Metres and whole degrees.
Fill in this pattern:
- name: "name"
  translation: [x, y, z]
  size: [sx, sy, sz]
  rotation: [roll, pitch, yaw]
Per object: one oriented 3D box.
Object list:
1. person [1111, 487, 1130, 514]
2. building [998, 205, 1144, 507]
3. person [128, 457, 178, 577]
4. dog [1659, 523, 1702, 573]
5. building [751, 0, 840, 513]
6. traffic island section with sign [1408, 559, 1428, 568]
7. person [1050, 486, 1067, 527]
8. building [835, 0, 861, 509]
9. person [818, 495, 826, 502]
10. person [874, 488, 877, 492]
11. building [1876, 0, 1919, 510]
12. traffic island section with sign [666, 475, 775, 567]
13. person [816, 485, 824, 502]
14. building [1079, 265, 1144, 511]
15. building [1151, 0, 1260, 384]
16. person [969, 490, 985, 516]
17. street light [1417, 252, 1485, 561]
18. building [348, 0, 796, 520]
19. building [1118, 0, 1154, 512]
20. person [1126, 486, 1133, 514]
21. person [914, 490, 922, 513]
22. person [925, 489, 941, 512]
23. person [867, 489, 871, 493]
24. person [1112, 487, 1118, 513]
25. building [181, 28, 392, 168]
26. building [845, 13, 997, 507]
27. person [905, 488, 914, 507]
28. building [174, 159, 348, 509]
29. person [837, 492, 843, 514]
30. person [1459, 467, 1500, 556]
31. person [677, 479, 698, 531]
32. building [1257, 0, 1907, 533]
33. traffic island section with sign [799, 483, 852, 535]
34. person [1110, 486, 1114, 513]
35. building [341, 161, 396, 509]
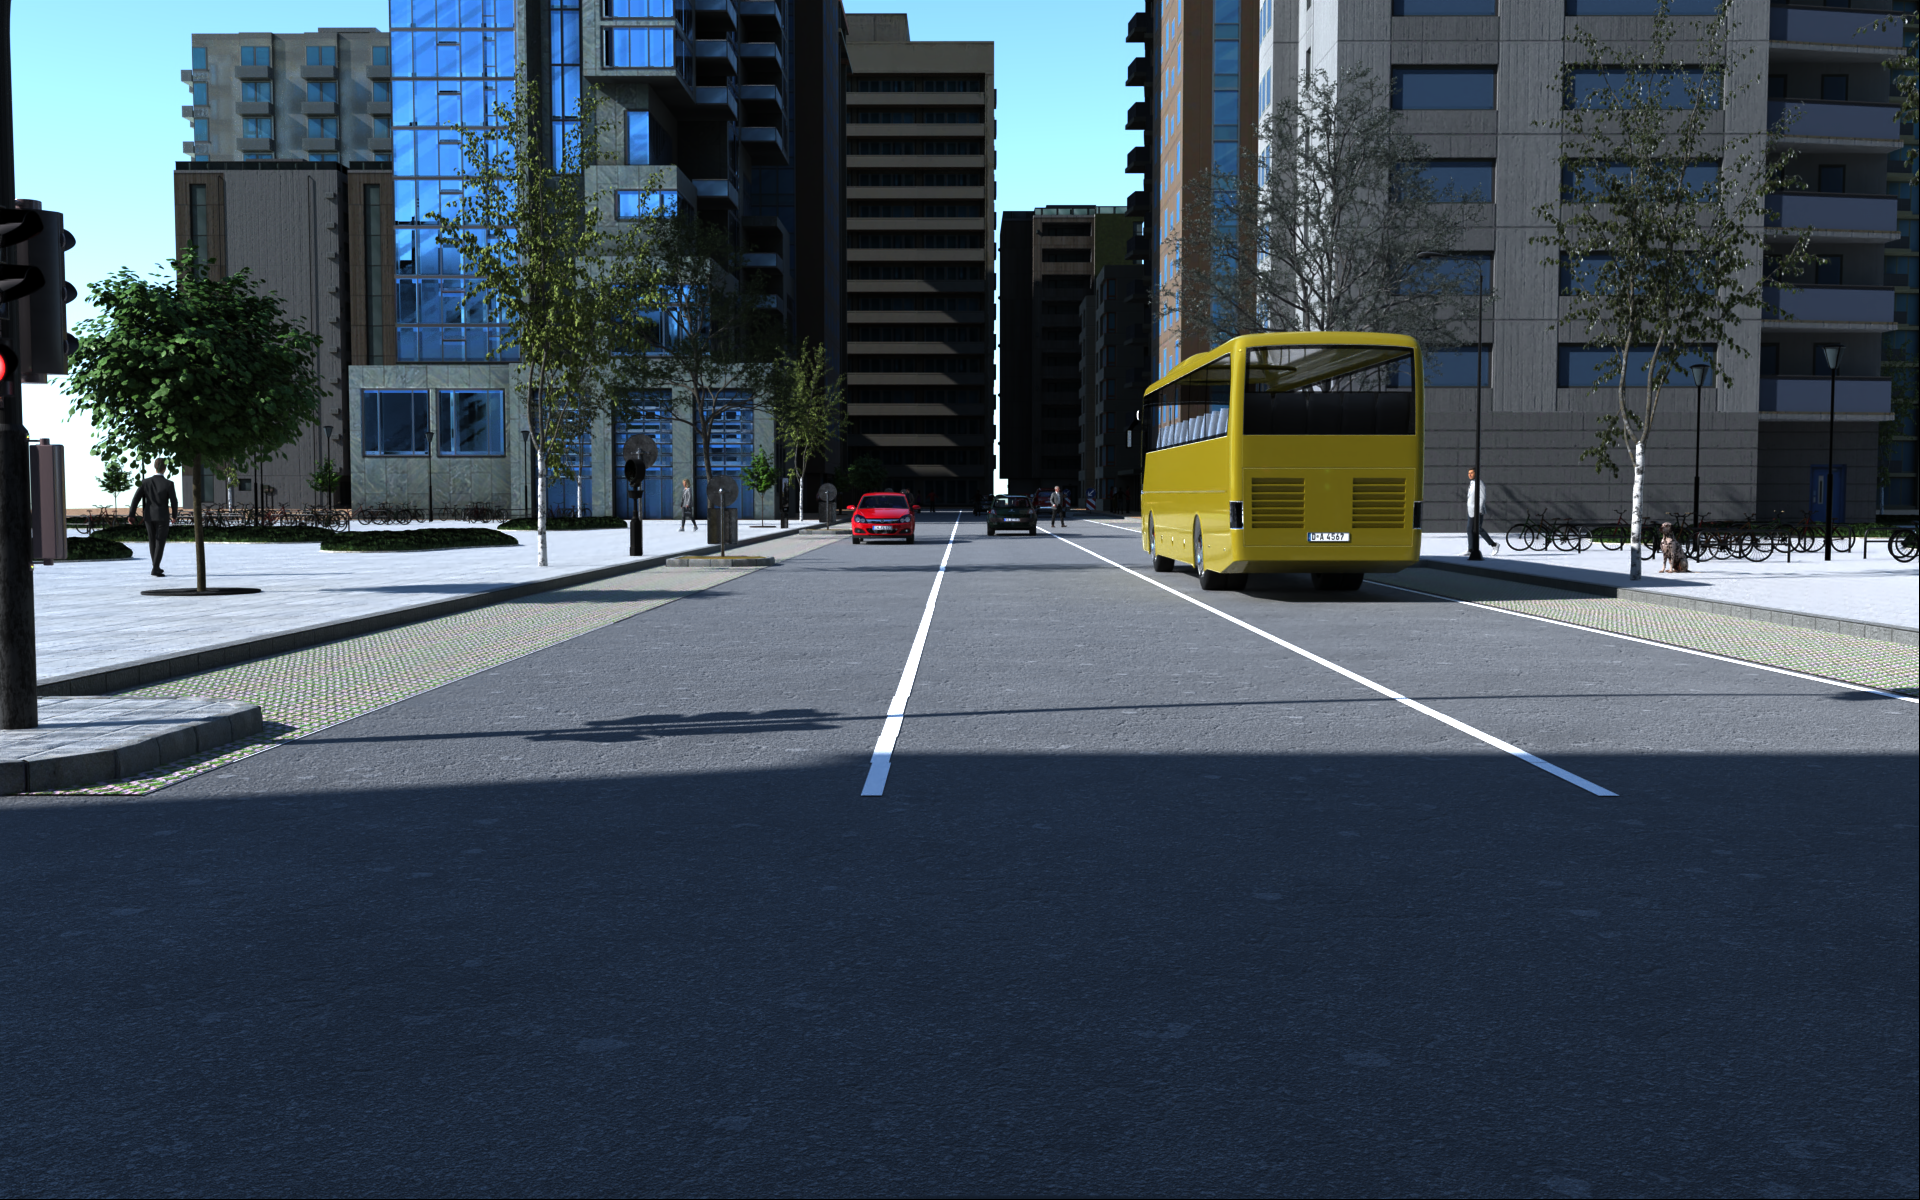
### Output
- name: "person"
  translation: [10.274, -6.358, 110.813]
  size: [1.217, 1.723, 0.721]
  rotation: [1, 4, 12]
- name: "building"
  translation: [11.020, -24.720, 175.880]
  size: [14.107, 30.474, 14.160]
  rotation: [0, 4, 0]
- name: "person"
  translation: [-12.514, -1.297, 27.030]
  size: [0.659, 1.850, 0.755]
  rotation: [0, 4, -4]
- name: "dog"
  translation: [11.767, -0.847, 28.228]
  size: [0.800, 0.831, 0.513]
  rotation: [1, 4, 11]
- name: "building"
  translation: [-15.940, -28.874, 122.194]
  size: [14.600, 45.320, 14.200]
  rotation: [0, 4, 0]
- name: "traffic island section with sign"
  translation: [8.043, -1.573, 34.354]
  size: [1.989, 1.847, 2.006]
  rotation: [0, 4, 0]
- name: "person"
  translation: [4.226, -4.005, 74.388]
  size: [0.661, 1.777, 0.834]
  rotation: [-3, 4, -39]
- name: "building"
  translation: [-22.408, -30.221, 148.737]
  size: [28.867, 44.769, 22.147]
  rotation: [0, 4, 0]
- name: "person"
  translation: [-7.681, -5.356, 96.796]
  size: [0.628, 1.438, 0.799]
  rotation: [-3, 5, -39]
- name: "person"
  translation: [-4.839, -5.444, 98.043]
  size: [0.617, 1.759, 0.750]
  rotation: [-1, 4, -20]
- name: "building"
  translation: [67.063, -30.175, 147.985]
  size: [28.867, 44.769, 22.147]
  rotation: [0, 4, 0]
- name: "traffic island section with sign"
  translation: [-4.769, -1.600, 34.789]
  size: [1.989, 1.847, 2.006]
  rotation: [0, 4, 0]
- name: "person"
  translation: [-7.215, -5.148, 90.921]
  size: [0.721, 1.736, 1.217]
  rotation: [2, 4, 27]
- name: "building"
  translation: [24.747, -18.363, 145.274]
  size: [27.650, 21.520, 28.899]
  rotation: [0, 4, 0]
- name: "building"
  translation: [18.108, -27.139, 93.835]
  size: [14.600, 45.320, 14.200]
  rotation: [0, 4, 0]
- name: "person"
  translation: [1.117, -6.278, 111.974]
  size: [1.217, 1.723, 0.721]
  rotation: [-2, 4, -28]
- name: "street light"
  translation: [9.452, -3.720, 33.369]
  size: [1.470, 5.913, 1.316]
  rotation: [0, 4, 0]
- name: "building"
  translation: [-20.263, -48.056, 98.394]
  size: [22.319, 86.520, 31.000]
  rotation: [0, 4, 0]
- name: "building"
  translation: [22.607, -28.203, 115.743]
  size: [22.147, 44.769, 28.867]
  rotation: [0, 4, 0]
- name: "person"
  translation: [11.066, -6.586, 113.666]
  size: [0.705, 1.831, 1.348]
  rotation: [0, 4, -7]
- name: "person"
  translation: [-3.152, -7.348, 129.324]
  size: [0.721, 1.739, 1.217]
  rotation: [2, 4, 27]
- name: "person"
  translation: [-2.158, -7.828, 136.418]
  size: [1.348, 1.831, 0.705]
  rotation: [1, 4, 18]
- name: "person"
  translation: [-5.194, -5.612, 100.934]
  size: [0.721, 1.739, 1.217]
  rotation: [1, 4, 22]
- name: "person"
  translation: [10.196, -6.605, 114.758]
  size: [0.721, 1.736, 1.217]
  rotation: [0, 4, 3]
- name: "building"
  translation: [-62.670, -34.325, 180.828]
  size: [30.456, 49.044, 23.786]
  rotation: [0, 4, 0]
- name: "building"
  translation: [-7.155, -33.988, 179.403]
  size: [21.600, 48.544, 21.300]
  rotation: [0, 4, 0]
- name: "person"
  translation: [-2.951, -5.254, 94.934]
  size: [0.750, 1.759, 0.617]
  rotation: [-2, 4, -29]
- name: "building"
  translation: [-59.149, -23.321, 152.994]
  size: [14.107, 30.474, 14.160]
  rotation: [0, 4, 0]
- name: "person"
  translation: [-7.633, -6.260, 109.126]
  size: [0.721, 1.736, 1.217]
  rotation: [0, 4, -3]
- name: "person"
  translation: [10.786, -1.839, 35.952]
  size: [0.795, 1.843, 0.661]
  rotation: [0, 4, -1]
- name: "person"
  translation: [-9.319, -3.253, 59.409]
  size: [0.728, 1.800, 0.709]
  rotation: [-2, 4, -30]
- name: "building"
  translation: [22.807, -32.257, 69.397]
  size: [21.231, 58.520, 28.212]
  rotation: [0, 4, 0]
- name: "traffic island section with sign"
  translation: [-4.668, -3.249, 61.744]
  size: [1.989, 1.847, 2.006]
  rotation: [0, 4, 0]
- name: "person"
  translation: [10.508, -6.932, 119.312]
  size: [0.705, 1.831, 1.348]
  rotation: [0, 4, -5]
- name: "building"
  translation: [-44.514, -23.317, 152.928]
  size: [14.107, 30.474, 14.160]
  rotation: [0, 4, 0]
